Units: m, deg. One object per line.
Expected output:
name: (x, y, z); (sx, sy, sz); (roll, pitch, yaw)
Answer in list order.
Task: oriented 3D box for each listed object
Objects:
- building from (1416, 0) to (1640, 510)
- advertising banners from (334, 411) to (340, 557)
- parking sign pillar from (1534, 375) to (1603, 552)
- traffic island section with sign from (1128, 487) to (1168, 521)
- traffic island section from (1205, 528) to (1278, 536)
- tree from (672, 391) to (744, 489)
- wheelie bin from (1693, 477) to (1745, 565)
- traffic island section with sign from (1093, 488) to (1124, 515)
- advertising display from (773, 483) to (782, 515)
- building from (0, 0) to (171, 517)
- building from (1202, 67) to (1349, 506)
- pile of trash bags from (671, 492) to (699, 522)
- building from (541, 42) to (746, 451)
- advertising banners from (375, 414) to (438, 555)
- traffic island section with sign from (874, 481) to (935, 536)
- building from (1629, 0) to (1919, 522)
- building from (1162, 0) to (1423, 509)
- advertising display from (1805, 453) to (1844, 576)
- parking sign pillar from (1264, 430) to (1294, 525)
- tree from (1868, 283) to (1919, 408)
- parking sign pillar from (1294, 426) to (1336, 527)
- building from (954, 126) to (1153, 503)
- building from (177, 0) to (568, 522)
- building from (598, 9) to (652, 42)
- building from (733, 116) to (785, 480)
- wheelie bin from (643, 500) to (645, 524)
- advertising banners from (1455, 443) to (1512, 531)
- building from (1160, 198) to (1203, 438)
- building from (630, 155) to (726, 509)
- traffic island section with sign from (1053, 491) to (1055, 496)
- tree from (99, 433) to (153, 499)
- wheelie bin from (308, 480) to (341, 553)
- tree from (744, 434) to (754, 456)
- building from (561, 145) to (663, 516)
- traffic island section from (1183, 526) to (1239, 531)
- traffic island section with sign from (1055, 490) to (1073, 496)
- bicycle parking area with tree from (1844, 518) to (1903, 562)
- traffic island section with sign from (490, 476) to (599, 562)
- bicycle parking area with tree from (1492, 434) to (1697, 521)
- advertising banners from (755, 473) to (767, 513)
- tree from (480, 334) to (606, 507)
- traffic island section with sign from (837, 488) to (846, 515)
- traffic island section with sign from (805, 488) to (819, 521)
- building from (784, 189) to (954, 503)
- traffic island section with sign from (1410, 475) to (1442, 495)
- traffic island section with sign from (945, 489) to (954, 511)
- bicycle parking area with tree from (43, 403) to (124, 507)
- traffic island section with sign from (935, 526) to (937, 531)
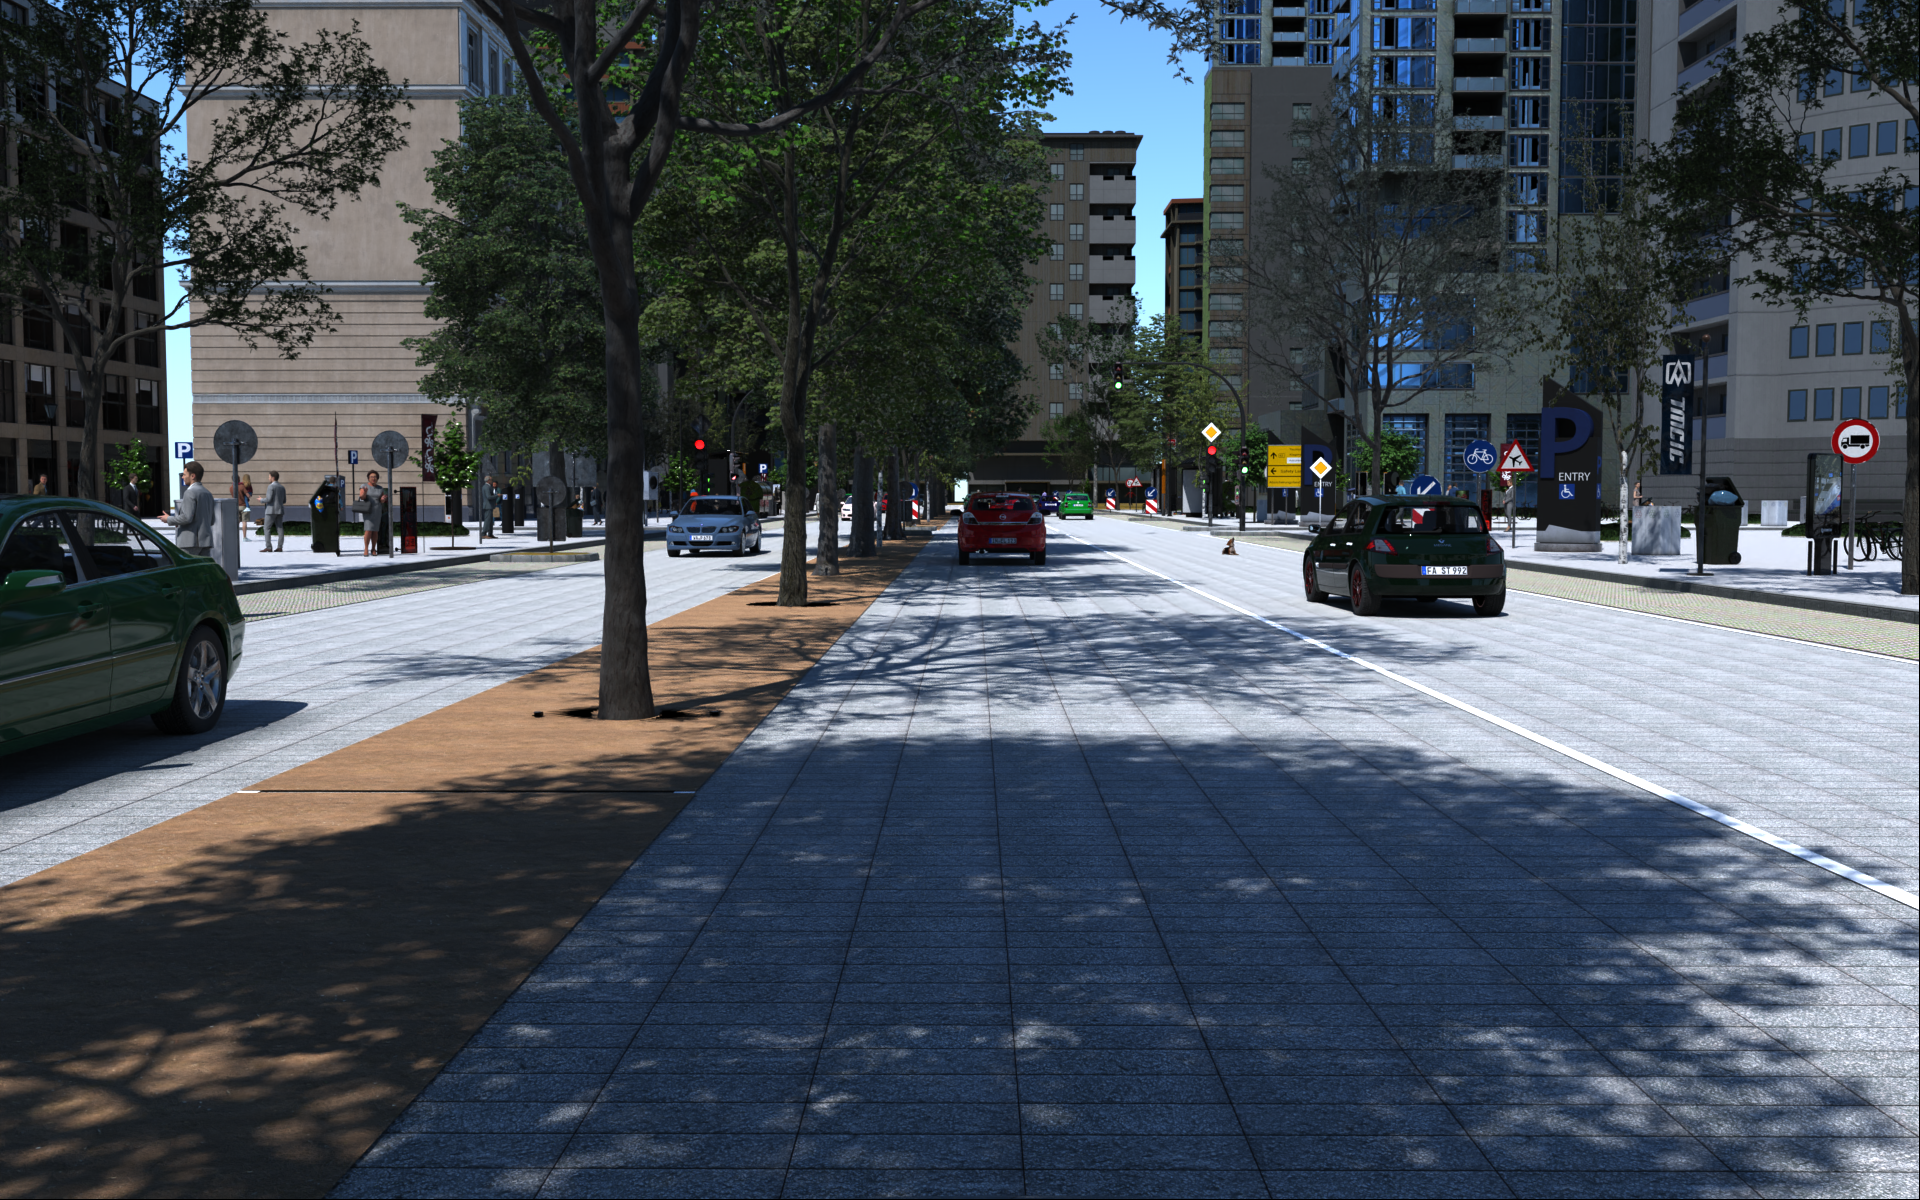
building: (35.651, -49.699, 125.243); (22.319, 86.520, 31.000); (0, 4, 0)
advertising banners: (-13.044, -2.451, 36.260); (0.090, 3.025, 2.074); (-1, 4, -19)
parking sign pillar: (13.627, -3.072, 38.704); (1.447, 3.967, 1.447); (2, 4, 35)
traffic island section with sign: (10.027, -5.128, 92.475); (1.989, 1.847, 2.006); (0, 4, 0)
traffic island section: (9.774, -2.300, 59.892); (2.009, 0.180, 2.903); (0, 4, 0)
tree: (-17.964, -10.353, 119.639); (4.737, 8.622, 4.395); (0, 3, 0)
wheelie bin: (13.846, -1.451, 31.639); (0.693, 1.594, 0.980); (-1, 4, -14)
traffic island section with sign: (10.223, -6.779, 119.462); (1.989, 1.847, 2.006); (0, 4, 0)
advertising display: (-11.141, -6.131, 105.456); (0.123, 1.923, 0.974); (-3, 4, -37)
building: (-62.077, -17.368, 88.487); (34.151, 26.468, 19.350); (0, 4, 0)
building: (30.560, -29.720, 169.511); (14.154, 41.232, 14.086); (0, 4, 0)
pile of trash bags: (-12.195, -4.236, 79.003); (1.912, 1.369, 3.447); (0, 4, -6)
building: (-33.251, -31.593, 171.177); (22.147, 44.769, 28.867); (0, 4, 0)
advertising banners: (-11.910, -2.514, 37.293); (0.090, 3.025, 2.074); (1, 4, 23)
traffic island section with sign: (-1.983, -3.185, 60.218); (2.006, 1.907, 1.989); (0, 4, 0)
building: (51.300, -33.283, 86.181); (28.212, 58.520, 21.231); (0, 4, 0)
building: (35.346, -53.696, 190.603); (22.319, 86.520, 31.000); (0, 4, 0)
advertising display: (13.658, -1.355, 27.373); (0.974, 1.923, 0.123); (-3, 4, -38)
parking sign pillar: (13.667, -5.203, 73.539); (1.447, 3.967, 1.447); (-2, 4, -35)
tree: (26.125, -5.801, 45.216); (4.360, 8.622, 3.978); (0, 3, 0)
parking sign pillar: (14.047, -4.859, 67.913); (1.447, 3.967, 1.447); (0, 4, 2)
building: (13.368, -40.445, 250.513); (27.495, 52.752, 28.713); (0, 4, 0)
building: (-28.643, -18.490, 88.210); (13.634, 28.700, 20.117); (0, 4, 0)
building: (-46.591, -46.406, 196.996); (20.611, 71.187, 20.563); (0, 4, 0)
building: (-28.193, -33.665, 200.526); (14.200, 45.320, 14.600); (0, 4, 0)
wheelie bin: (-13.582, -3.995, 73.227); (0.980, 1.594, 0.693); (-1, 4, -20)
advertising banners: (18.114, -3.894, 59.853); (2.074, 3.025, 0.090); (1, 4, 12)
building: (42.102, -36.261, 247.496); (28.867, 44.769, 22.147); (0, 4, 0)
building: (-28.341, -23.145, 150.129); (14.160, 30.474, 14.107); (0, 4, 0)
traffic island section with sign: (10.806, -11.556, 197.572); (1.989, 1.847, 2.006); (0, 4, 0)
tree: (-25.634, -3.634, 54.014); (1.663, 3.219, 1.824); (0, 3, 0)
wheelie bin: (-13.989, -1.851, 38.176); (0.693, 1.594, 0.980); (-2, 4, -23)
tree: (-18.761, -11.433, 137.291); (4.737, 8.622, 4.395); (0, 3, 0)
building: (-29.600, -17.135, 113.435); (16.112, 22.955, 30.059); (0, 4, 0)
traffic island section: (9.833, -2.789, 67.877); (2.009, 0.180, 2.903); (0, 4, 0)
traffic island section with sign: (10.590, -9.871, 170.016); (1.989, 1.847, 2.006); (0, 4, 0)
bicycle parking area with tree: (21.914, -2.778, 32.423); (9.016, 4.147, 8.231); (-2, 4, -26)
traffic island section with sign: (-8.816, -1.737, 37.032); (1.989, 1.847, 2.006); (0, 4, 0)
bicycle parking area with tree: (31.539, -6.023, 85.479); (9.016, 4.147, 8.231); (-1, 4, -17)
advertising banners: (-12.325, -6.604, 104.156); (2.074, 3.025, 0.090); (3, 4, 38)
tree: (-18.616, -7.699, 76.241); (4.737, 8.622, 4.395); (0, 3, 0)
traffic island section with sign: (-8.195, -6.825, 120.212); (1.989, 1.847, 2.006); (0, 4, 0)
traffic island section with sign: (-8.403, -5.176, 93.257); (1.989, 1.847, 2.006); (0, 4, 0)
building: (-14.660, -40.494, 251.321); (27.495, 52.752, 28.713); (0, 4, 0)
traffic island section with sign: (9.611, -1.728, 36.886); (1.989, 1.847, 2.006); (0, 4, 0)
traffic island section with sign: (-1.369, -8.234, 142.761); (2.006, 1.907, 1.989); (0, 4, 0)
bicycle parking area with tree: (-31.408, -4.149, 54.841); (8.231, 4.147, 9.016); (1, 4, 14)
traffic island section with sign: (-1.918, -3.638, 67.624); (2.006, 1.907, 1.989); (0, 4, 0)
